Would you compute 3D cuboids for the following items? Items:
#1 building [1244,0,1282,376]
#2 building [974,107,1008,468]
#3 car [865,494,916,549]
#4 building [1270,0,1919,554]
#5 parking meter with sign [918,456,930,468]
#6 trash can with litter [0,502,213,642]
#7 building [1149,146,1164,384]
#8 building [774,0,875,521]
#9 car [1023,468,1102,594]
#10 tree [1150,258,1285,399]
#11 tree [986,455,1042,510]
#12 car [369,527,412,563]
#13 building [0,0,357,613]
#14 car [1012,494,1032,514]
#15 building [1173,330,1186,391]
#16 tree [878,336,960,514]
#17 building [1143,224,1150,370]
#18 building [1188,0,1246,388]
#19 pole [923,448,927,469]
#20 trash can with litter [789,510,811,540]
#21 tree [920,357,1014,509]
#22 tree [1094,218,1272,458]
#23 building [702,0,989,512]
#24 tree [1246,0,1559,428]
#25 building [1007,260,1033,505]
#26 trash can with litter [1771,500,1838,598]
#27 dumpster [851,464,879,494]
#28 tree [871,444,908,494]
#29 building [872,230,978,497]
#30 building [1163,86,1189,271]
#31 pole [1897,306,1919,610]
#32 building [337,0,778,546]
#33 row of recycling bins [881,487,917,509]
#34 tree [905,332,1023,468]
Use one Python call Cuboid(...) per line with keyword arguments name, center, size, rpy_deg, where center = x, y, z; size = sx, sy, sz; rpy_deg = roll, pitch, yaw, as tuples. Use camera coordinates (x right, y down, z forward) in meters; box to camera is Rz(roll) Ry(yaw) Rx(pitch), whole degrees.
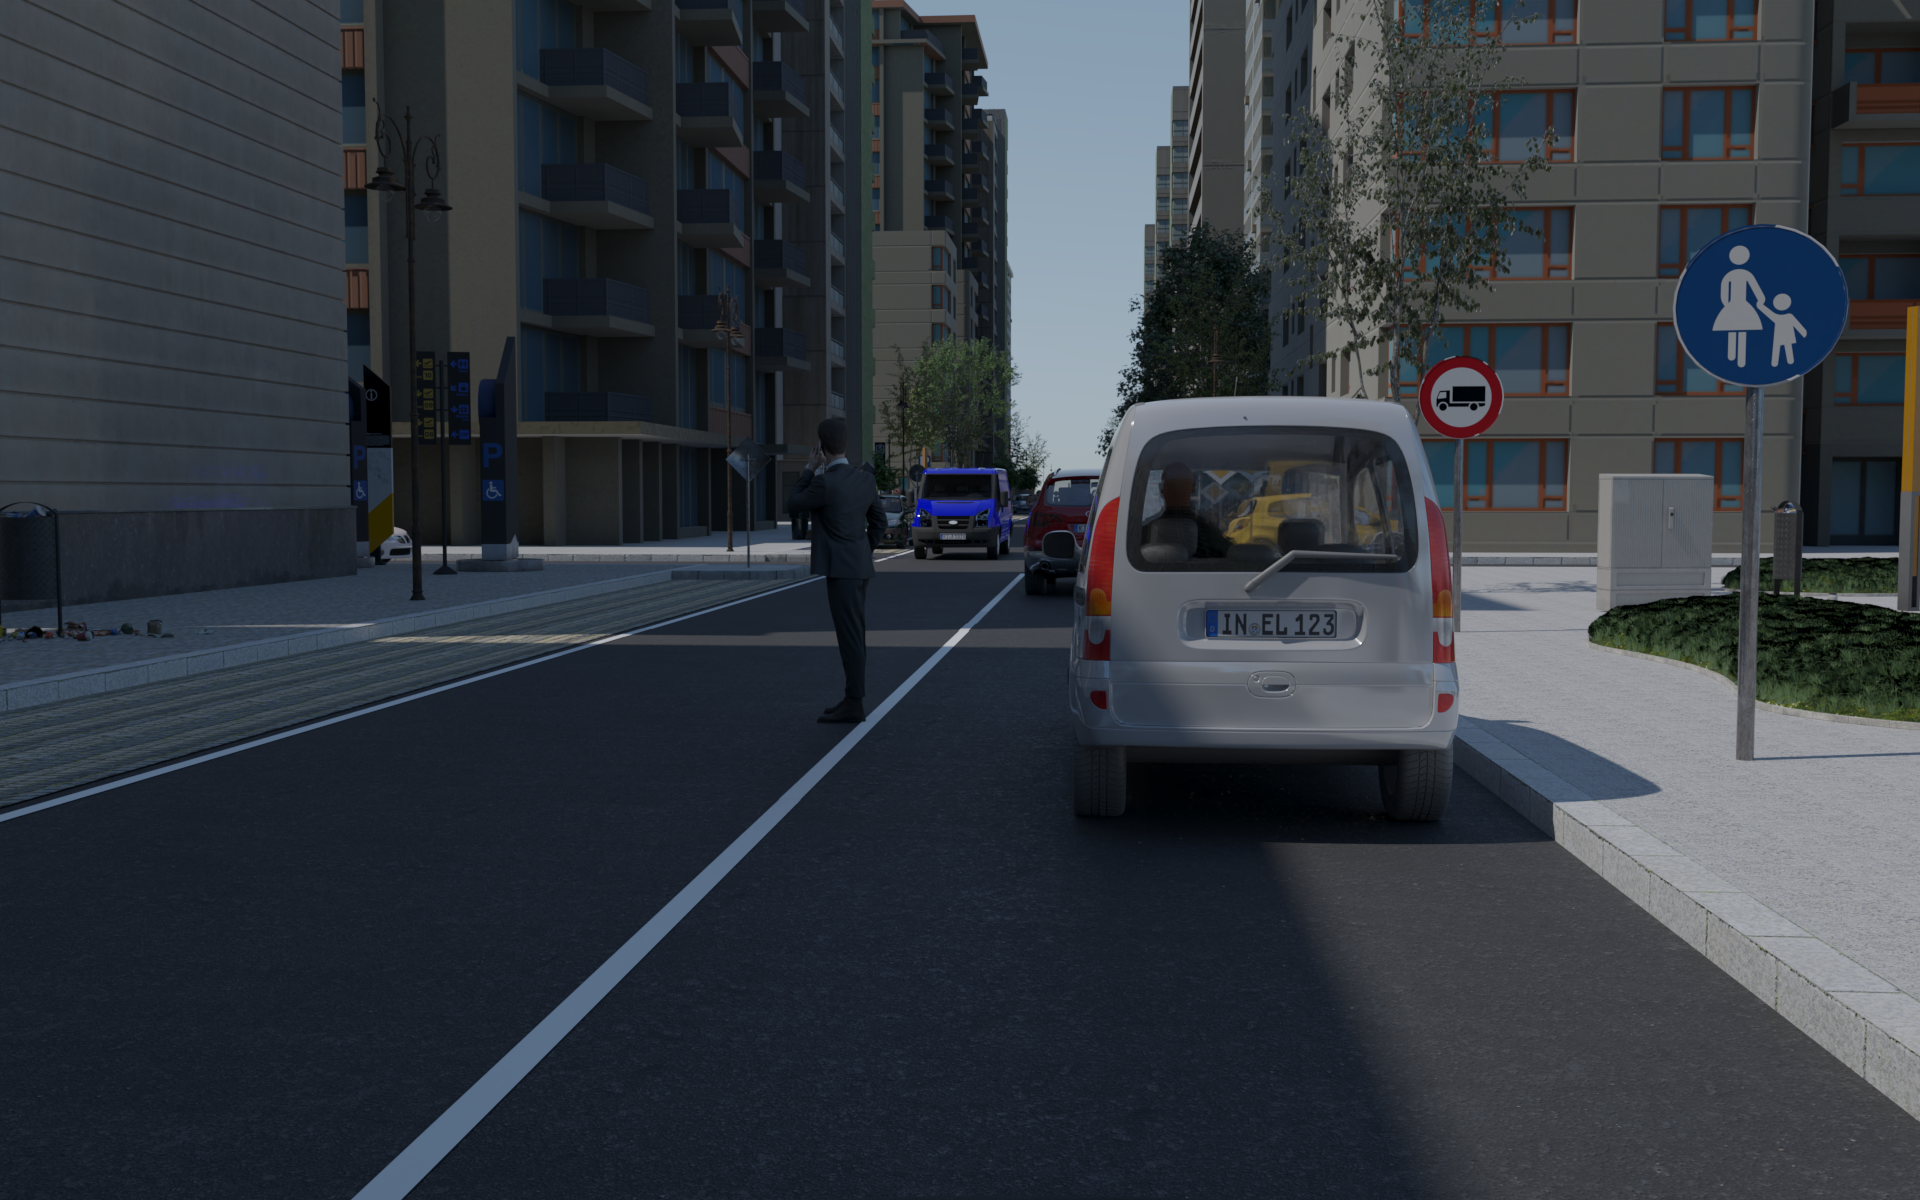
Cuboid(name="building", center=(28.460, -24.643, 94.787), size=(32.217, 40.220, 23.993), rpy_deg=(0, 4, 5))
Cuboid(name="building", center=(-2.459, -30.313, 179.212), size=(14.154, 41.232, 14.086), rpy_deg=(0, 4, 5))
Cuboid(name="car", center=(-2.136, -2.237, 46.361), size=(2.009, 1.686, 4.222), rpy_deg=(0, 4, 6))
Cuboid(name="building", center=(24.839, -12.532, 49.946), size=(28.899, 21.520, 27.650), rpy_deg=(0, 4, 5))
Cuboid(name="parking meter with sign", center=(-1.524, -4.974, 77.592), size=(0.543, 3.016, 1.738), rpy_deg=(0, 4, -6))
Cuboid(name="trash can with litter", center=(-7.914, -0.268, 15.437), size=(2.233, 1.210, 1.678), rpy_deg=(-1, 4, -12))
Cuboid(name="building", center=(30.093, -31.930, 205.647), size=(14.154, 41.232, 14.086), rpy_deg=(0, 4, 5))
Cuboid(name="building", center=(-12.046, -24.537, 84.769), size=(14.154, 41.232, 14.086), rpy_deg=(0, 4, 5))
Cuboid(name="car", center=(2.091, -1.069, 26.157), size=(2.281, 1.827, 5.304), rpy_deg=(0, 4, 6))
Cuboid(name="tree", center=(8.132, -6.410, 55.164), size=(4.737, 8.622, 4.395), rpy_deg=(0, 3, 0))
Cuboid(name="tree", center=(3.542, -9.585, 140.429), size=(4.285, 4.588, 4.351), rpy_deg=(0, 3, 0))
Cuboid(name="car", center=(-13.362, -1.355, 34.513), size=(4.827, 1.381, 2.083), rpy_deg=(0, 4, 5))
Cuboid(name="building", center=(-22.107, -13.748, 22.043), size=(25.104, 27.353, 12.463), rpy_deg=(0, 4, 5))
Cuboid(name="car", center=(4.841, -7.132, 128.612), size=(2.014, 1.417, 4.499), rpy_deg=(0, 4, 3))
Cuboid(name="building", center=(32.702, -18.973, 155.255), size=(27.650, 21.520, 28.899), rpy_deg=(0, 4, 5))
Cuboid(name="tree", center=(-2.092, -8.009, 81.306), size=(4.737, 8.622, 4.395), rpy_deg=(0, 3, 0))
Cuboid(name="building", center=(34.845, -35.438, 263.000), size=(14.154, 41.232, 14.086), rpy_deg=(0, 4, 5))
Cuboid(name="building", center=(28.169, -30.889, 128.743), size=(21.300, 48.544, 21.600), rpy_deg=(0, 4, 5))
Cuboid(name="pole", center=(-1.537, -5.035, 76.170), size=(0.158, 3.312, 0.155), rpy_deg=(0, 3, 0))
Cuboid(name="trash can with litter", center=(-4.244, -2.254, 48.236), size=(1.055, 1.170, 0.624), rpy_deg=(2, 4, 34))
Cuboid(name="tree", center=(-0.155, -8.737, 93.209), size=(4.360, 8.622, 3.978), rpy_deg=(0, 3, 0))
Cuboid(name="tree", center=(10.393, -9.484, 72.077), size=(9.611, 12.733, 9.660), rpy_deg=(0, 3, 0))
Cuboid(name="building", center=(-8.921, -30.789, 158.030), size=(22.147, 44.769, 28.867), rpy_deg=(0, 4, 5))
Cuboid(name="tree", center=(5.737, -4.404, 22.370), size=(4.360, 8.622, 3.978), rpy_deg=(0, 3, 0))
Cuboid(name="building", center=(-4.915, -34.825, 261.272), size=(32.217, 40.220, 23.993), rpy_deg=(0, 4, 5))
Cuboid(name="trash can with litter", center=(9.263, -0.518, 19.522), size=(1.678, 1.210, 2.233), rpy_deg=(0, 4, 2))
Cuboid(name="dumpster", center=(-3.524, -3.313, 56.655), size=(1.502, 2.255, 1.985), rpy_deg=(0, 4, 5))
Cuboid(name="tree", center=(-3.072, -4.373, 66.096), size=(1.663, 3.219, 1.824), rpy_deg=(0, 3, 0))
Cuboid(name="building", center=(-13.509, -17.386, 129.294), size=(27.650, 21.520, 28.899), rpy_deg=(0, 4, 5))
Cuboid(name="building", center=(28.330, -30.150, 176.548), size=(14.154, 41.232, 14.086), rpy_deg=(0, 4, 5))
Cuboid(name="pole", center=(10.427, -1.535, 18.941), size=(0.158, 3.312, 0.155), rpy_deg=(0, 3, 0))
Cuboid(name="building", center=(-17.015, -24.492, 55.072), size=(22.147, 44.769, 28.867), rpy_deg=(0, 4, 5))
Cuboid(name="row of recycling bins", center=(-4.210, -6.120, 107.167), size=(3.534, 1.692, 1.069), rpy_deg=(1, 4, 15))
Cuboid(name="tree", center=(0.088, -11.286, 110.287), size=(9.928, 11.665, 9.643), rpy_deg=(0, 3, 0))
